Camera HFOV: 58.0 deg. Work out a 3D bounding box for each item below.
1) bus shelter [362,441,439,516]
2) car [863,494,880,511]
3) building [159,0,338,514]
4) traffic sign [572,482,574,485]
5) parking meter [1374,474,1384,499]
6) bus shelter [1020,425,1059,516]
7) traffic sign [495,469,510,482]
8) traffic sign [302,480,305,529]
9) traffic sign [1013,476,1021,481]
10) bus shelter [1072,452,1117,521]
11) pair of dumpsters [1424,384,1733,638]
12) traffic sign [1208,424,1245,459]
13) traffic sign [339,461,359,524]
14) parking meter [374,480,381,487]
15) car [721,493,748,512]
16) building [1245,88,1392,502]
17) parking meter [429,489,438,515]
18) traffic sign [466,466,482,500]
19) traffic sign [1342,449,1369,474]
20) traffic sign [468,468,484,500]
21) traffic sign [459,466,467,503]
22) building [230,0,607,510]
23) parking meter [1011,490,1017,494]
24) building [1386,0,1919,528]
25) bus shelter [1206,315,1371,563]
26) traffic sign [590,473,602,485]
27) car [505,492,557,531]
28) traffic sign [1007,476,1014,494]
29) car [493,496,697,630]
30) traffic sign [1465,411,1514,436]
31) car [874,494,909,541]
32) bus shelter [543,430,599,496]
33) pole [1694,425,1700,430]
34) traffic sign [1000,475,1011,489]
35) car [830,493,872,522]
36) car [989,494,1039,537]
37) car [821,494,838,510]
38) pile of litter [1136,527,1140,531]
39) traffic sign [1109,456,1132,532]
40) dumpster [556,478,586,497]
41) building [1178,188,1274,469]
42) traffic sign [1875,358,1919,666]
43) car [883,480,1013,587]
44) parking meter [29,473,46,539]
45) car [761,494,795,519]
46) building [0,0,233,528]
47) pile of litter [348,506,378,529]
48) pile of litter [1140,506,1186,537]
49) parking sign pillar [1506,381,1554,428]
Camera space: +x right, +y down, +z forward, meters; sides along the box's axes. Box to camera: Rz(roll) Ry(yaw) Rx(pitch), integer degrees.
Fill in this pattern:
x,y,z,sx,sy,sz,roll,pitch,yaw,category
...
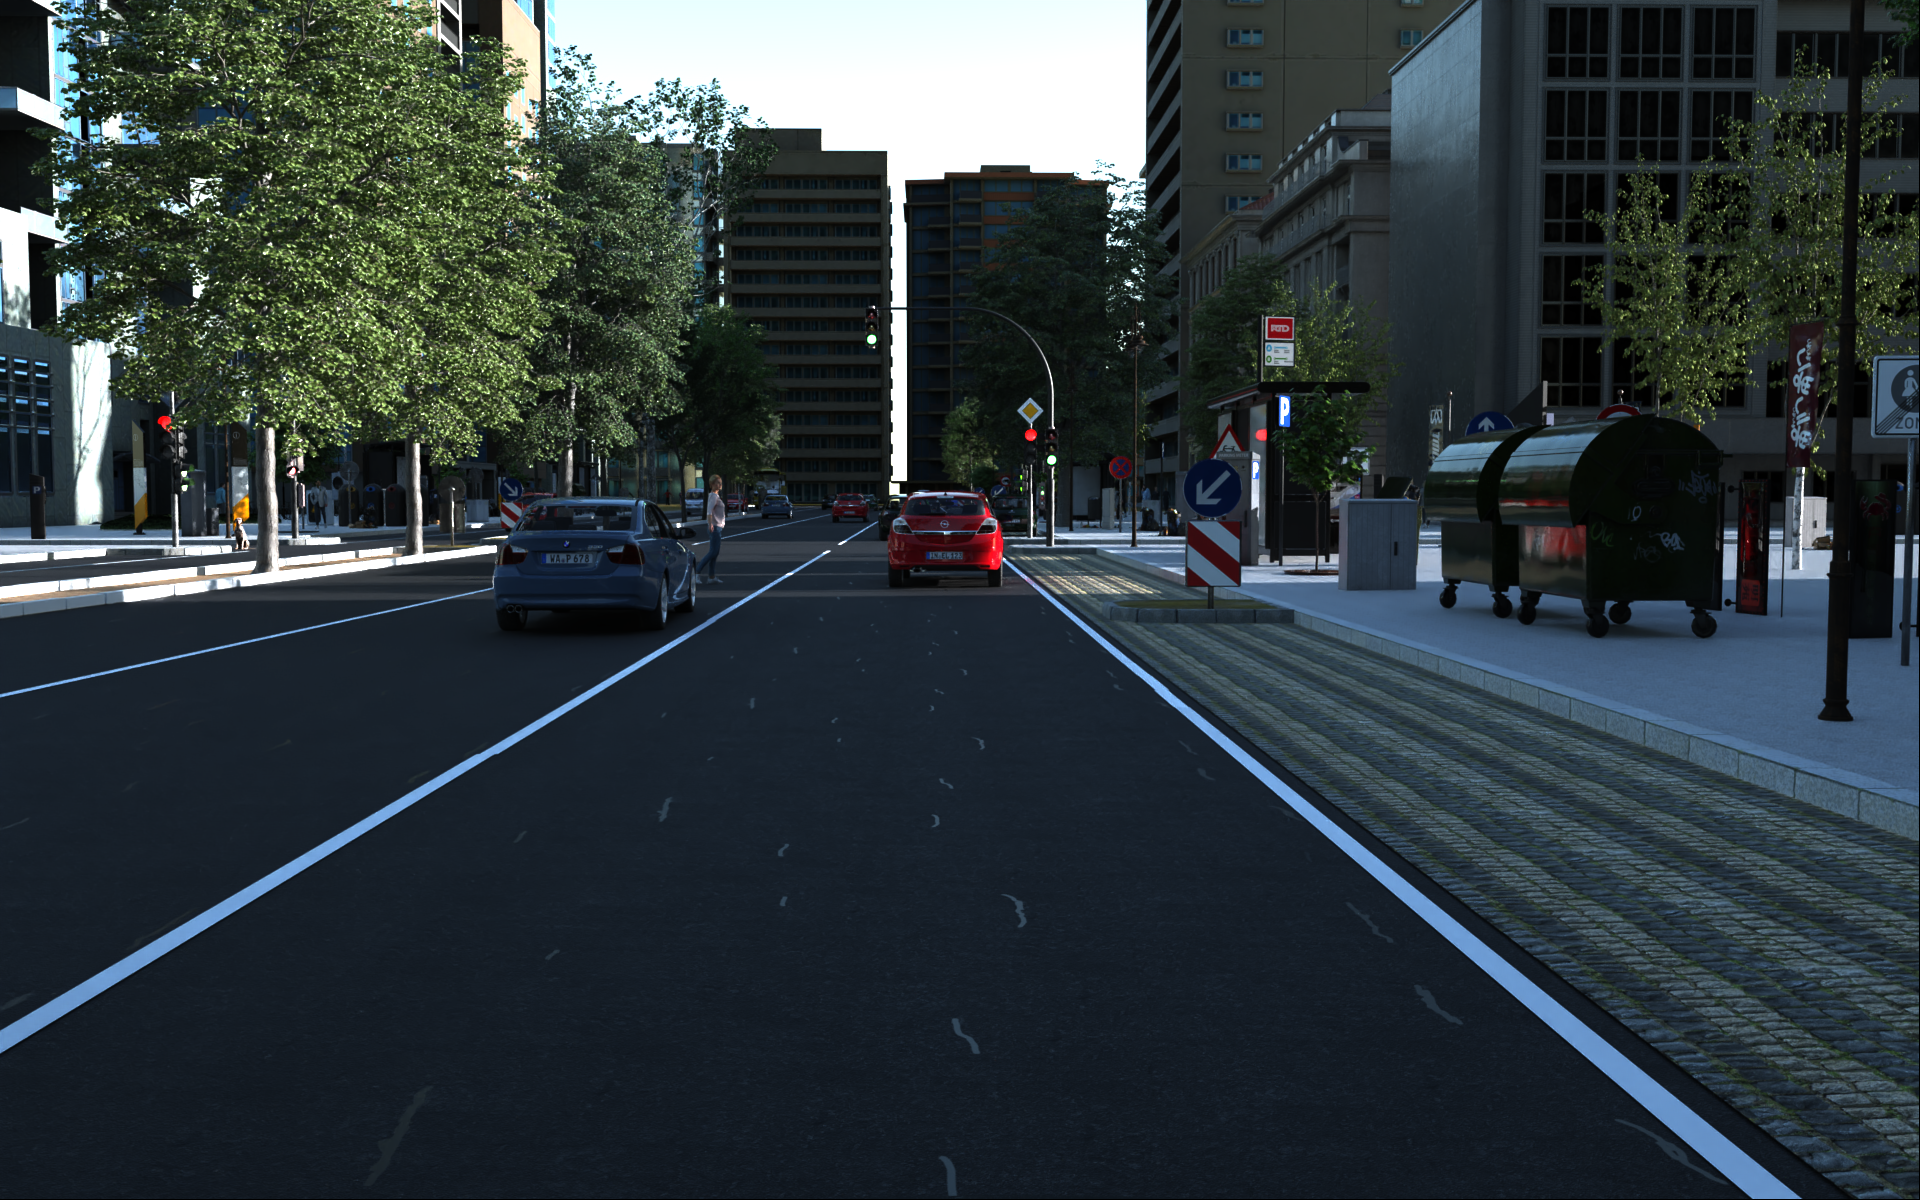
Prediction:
x,y,z,sx,sy,sz,roll,pitch,yaw,category
-25.531,-5.385,79.325,1.731,3.624,6.357,0,4,-1,bus shelter
-7.984,-8.389,148.958,2.131,1.459,4.920,0,4,-1,car
-43.618,-28.456,115.369,14.600,45.320,14.200,0,4,-1,building
-22.651,-6.094,99.643,0.884,2.594,0.081,0,4,3,traffic sign
12.354,-2.779,51.150,0.255,1.863,0.399,1,4,18,parking meter
4.437,-7.403,98.672,2.179,5.291,8.768,0,4,-1,bus shelter
-22.606,-5.230,85.615,0.768,2.556,0.104,0,4,6,traffic sign
-23.926,-3.849,63.033,0.768,2.556,0.104,0,4,4,traffic sign
3.976,-7.153,117.056,0.768,2.556,0.104,0,4,7,traffic sign
6.199,-5.323,80.952,2.014,3.302,5.546,0,4,-1,bus shelter
6.054,-0.911,17.383,1.574,2.255,4.437,0,4,-1,pair of dumpsters
4.994,-1.971,32.237,0.884,2.594,0.081,0,4,1,traffic sign
-23.539,-4.078,66.787,0.768,2.556,0.104,0,4,0,traffic sign
-24.036,-4.025,71.513,0.255,1.863,0.399,-1,4,-13,parking meter
-18.039,-7.948,138.982,2.155,1.783,4.494,0,4,-2,car
24.005,-15.349,92.759,13.314,21.916,24.055,0,4,-1,building
-23.996,-4.316,78.974,0.372,1.533,0.369,0,3,0,parking meter
-22.574,-4.911,80.302,0.884,2.594,0.081,0,4,7,traffic sign
8.693,-2.204,38.158,0.606,2.300,0.079,0,4,5,traffic sign
-23.236,-5.079,83.146,0.768,2.556,0.104,0,4,2,traffic sign
-23.422,-4.968,81.233,0.884,2.594,0.081,0,4,3,traffic sign
-53.481,-52.665,173.746,31.000,86.520,22.319,0,4,-1,building
3.429,-6.226,110.204,0.372,1.533,0.369,0,3,0,parking meter
34.321,-15.413,71.063,30.058,24.678,14.314,0,4,-1,building
6.526,-3.604,36.554,2.179,5.291,8.768,0,4,-1,bus shelter
-22.722,-6.625,108.045,0.795,2.593,0.064,0,4,3,traffic sign
-16.553,-3.597,67.858,2.155,1.783,4.494,0,4,1,car
3.372,-7.314,119.688,0.768,2.556,0.104,0,3,0,traffic sign
-4.035,-0.460,19.525,2.014,1.417,4.499,0,4,-2,car
8.164,-1.630,26.751,0.768,2.556,0.104,0,4,4,traffic sign
-1.701,-2.746,54.682,2.009,1.686,4.222,0,4,-3,car
-25.083,-8.176,111.306,2.179,5.291,8.768,0,4,-1,bus shelter
21.627,-3.493,50.949,0.158,3.312,0.155,0,3,0,pole
3.089,-7.178,117.467,0.768,2.556,0.104,0,4,-1,traffic sign
-5.594,-4.884,88.886,2.155,1.783,4.494,0,4,-1,car
1.669,-2.950,58.019,2.009,1.686,4.222,0,4,0,car
-11.764,-9.137,159.183,2.009,1.686,4.222,0,4,0,car
6.719,-2.833,60.285,1.176,0.858,1.719,-1,4,-14,pile of litter
5.359,-3.530,57.814,0.768,2.556,0.104,0,4,3,traffic sign
-23.288,-6.186,103.631,1.502,2.255,1.985,0,4,-1,dumpster
21.804,-17.080,115.409,11.583,22.565,21.152,0,4,-1,building
7.063,-0.657,12.875,0.606,2.300,0.079,0,4,5,traffic sign
-0.206,-1.174,28.242,2.155,1.783,4.494,0,4,1,car
-26.154,-2.657,49.151,0.399,1.863,0.255,-1,4,-21,parking meter
-10.797,-5.535,102.496,2.014,1.417,4.499,0,4,-3,car
-47.625,-46.726,76.649,22.319,86.520,31.000,0,4,-1,building
-22.406,-3.122,65.017,1.176,0.858,1.719,0,4,-5,pile of litter
6.598,-2.373,52.772,1.176,0.858,1.719,-3,5,-40,pile of litter
13.741,-3.271,41.958,1.447,3.967,1.447,-2,4,-28,parking sign pillar
